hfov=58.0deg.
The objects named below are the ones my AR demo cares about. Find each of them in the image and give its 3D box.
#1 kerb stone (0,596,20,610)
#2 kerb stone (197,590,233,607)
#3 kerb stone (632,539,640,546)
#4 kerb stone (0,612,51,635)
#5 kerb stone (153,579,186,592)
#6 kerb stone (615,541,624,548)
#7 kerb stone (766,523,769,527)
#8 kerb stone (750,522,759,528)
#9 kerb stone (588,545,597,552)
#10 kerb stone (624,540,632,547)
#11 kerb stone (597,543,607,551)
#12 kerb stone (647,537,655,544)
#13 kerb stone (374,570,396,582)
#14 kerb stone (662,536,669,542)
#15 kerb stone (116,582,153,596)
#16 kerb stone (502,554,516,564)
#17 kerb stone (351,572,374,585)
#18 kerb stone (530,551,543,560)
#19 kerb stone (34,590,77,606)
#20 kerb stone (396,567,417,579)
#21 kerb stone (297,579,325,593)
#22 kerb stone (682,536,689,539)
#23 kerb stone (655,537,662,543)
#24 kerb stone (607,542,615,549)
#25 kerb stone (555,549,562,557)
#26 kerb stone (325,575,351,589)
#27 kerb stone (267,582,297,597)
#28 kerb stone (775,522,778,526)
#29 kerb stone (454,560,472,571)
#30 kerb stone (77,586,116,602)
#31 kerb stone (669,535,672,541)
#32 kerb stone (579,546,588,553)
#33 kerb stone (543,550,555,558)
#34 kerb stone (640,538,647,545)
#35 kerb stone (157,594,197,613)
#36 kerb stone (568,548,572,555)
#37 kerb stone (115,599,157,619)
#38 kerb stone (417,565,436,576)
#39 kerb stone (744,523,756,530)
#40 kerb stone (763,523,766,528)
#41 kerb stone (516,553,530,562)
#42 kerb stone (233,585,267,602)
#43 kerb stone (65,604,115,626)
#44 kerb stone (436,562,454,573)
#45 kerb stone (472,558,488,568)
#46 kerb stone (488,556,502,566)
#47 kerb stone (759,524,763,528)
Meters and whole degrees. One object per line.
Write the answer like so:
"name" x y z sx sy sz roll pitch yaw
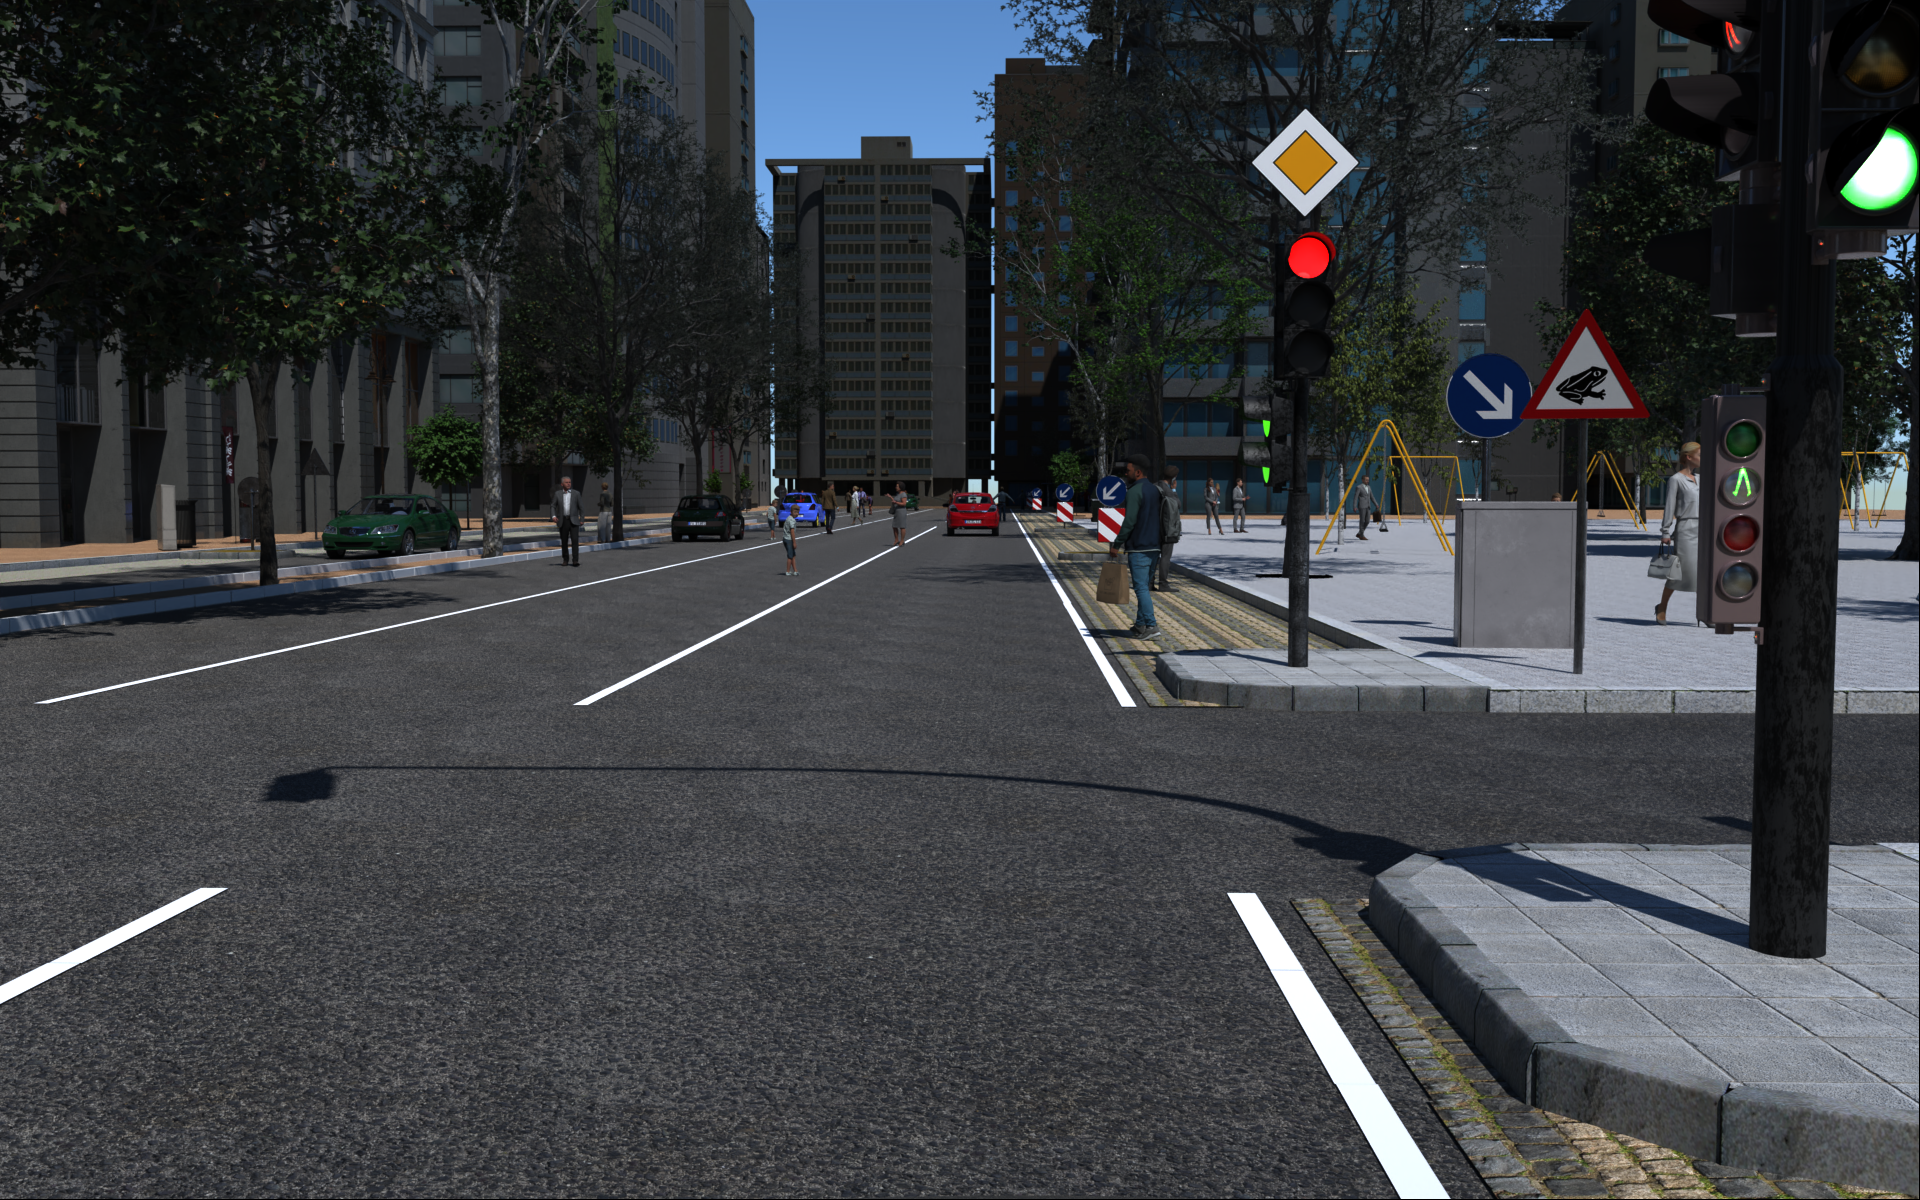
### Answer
"kerb stone" -11.842 0.046 21.452 0.120 0.150 1.000 0 4 1
"kerb stone" -9.721 -0.013 22.412 0.120 0.150 1.000 0 4 1
"kerb stone" -9.111 -1.581 48.046 0.120 0.150 1.000 0 4 1
"kerb stone" -9.822 0.237 18.322 0.120 0.150 1.000 0 4 1
"kerb stone" -11.752 -0.205 25.548 0.120 0.150 1.000 0 4 1
"kerb stone" -9.155 -1.452 45.990 0.120 0.150 1.000 0 4 1
"kerb stone" -8.469 -3.212 74.710 0.120 0.150 1.000 0 4 1
"kerb stone" -8.545 -3.024 71.644 0.120 0.150 1.000 0 4 1
"kerb stone" -9.232 -1.268 42.924 0.120 0.150 1.000 0 4 1
"kerb stone" -9.133 -1.518 47.012 0.120 0.150 1.000 0 4 1
"kerb stone" -9.201 -1.328 43.946 0.120 0.150 1.000 0 4 1
"kerb stone" -9.061 -1.706 50.095 0.120 0.150 1.000 0 4 1
"kerb stone" -9.574 -0.389 28.564 0.120 0.150 1.000 0 4 1
"kerb stone" -9.009 -1.825 52.143 0.120 0.150 1.000 0 4 1
"kerb stone" -11.773 -0.143 24.525 0.120 0.150 1.000 0 4 1
"kerb stone" -9.408 -0.828 35.737 0.120 0.150 1.000 0 4 1
"kerb stone" -9.599 -0.327 27.541 0.120 0.150 1.000 0 4 1
"kerb stone" -9.348 -0.954 37.787 0.120 0.150 1.000 0 4 1
"kerb stone" -11.823 -0.017 22.474 0.120 0.150 1.000 0 4 1
"kerb stone" -9.552 -0.450 29.590 0.120 0.150 1.000 0 4 1
"kerb stone" -9.643 -0.202 25.494 0.120 0.150 1.000 0 4 1
"kerb stone" -8.904 -2.082 56.230 0.120 0.150 1.000 0 4 1
"kerb stone" -9.033 -1.769 51.117 0.120 0.150 1.000 0 4 1
"kerb stone" -9.183 -1.393 44.968 0.120 0.150 1.000 0 4 1
"kerb stone" -9.305 -1.076 39.846 0.120 0.150 1.000 0 4 1
"kerb stone" -9.619 -0.259 26.519 0.120 0.150 1.000 0 4 1
"kerb stone" -9.670 -0.139 24.462 0.120 0.150 1.000 0 4 1
"kerb stone" -8.401 -3.400 77.790 0.120 0.150 1.000 0 4 1
"kerb stone" -9.471 -0.640 32.662 0.120 0.150 1.000 0 4 1
"kerb stone" -11.800 -0.080 23.496 0.120 0.150 1.000 0 4 1
"kerb stone" -8.986 -1.890 53.165 0.120 0.150 1.000 0 4 1
"kerb stone" -9.250 -1.205 41.902 0.120 0.150 1.000 0 4 1
"kerb stone" -9.331 -1.017 38.816 0.120 0.150 1.000 0 4 1
"kerb stone" -9.088 -1.643 49.068 0.120 0.150 1.000 0 4 1
"kerb stone" -9.747 0.050 21.390 0.120 0.150 1.000 0 4 1
"kerb stone" -9.281 -1.142 40.872 0.120 0.150 1.000 0 4 1
"kerb stone" -9.773 0.112 20.366 0.120 0.150 1.000 0 4 1
"kerb stone" -9.525 -0.515 30.612 0.120 0.150 1.000 0 4 1
"kerb stone" -8.561 -2.960 70.622 0.120 0.150 1.000 0 4 1
"kerb stone" -8.495 -3.149 73.688 0.120 0.150 1.000 0 4 1
"kerb stone" -9.380 -0.891 36.760 0.120 0.150 1.000 0 4 1
"kerb stone" -9.689 -0.070 23.437 0.120 0.150 1.000 0 4 1
"kerb stone" -9.788 0.174 19.344 0.120 0.150 1.000 0 4 1
"kerb stone" -9.503 -0.573 31.637 0.120 0.150 1.000 0 4 1
"kerb stone" -9.445 -0.703 33.683 0.120 0.150 1.000 0 4 1
"kerb stone" -9.426 -0.762 34.706 0.120 0.150 1.000 0 4 1
"kerb stone" -8.513 -3.085 72.666 0.120 0.150 1.000 0 4 1
